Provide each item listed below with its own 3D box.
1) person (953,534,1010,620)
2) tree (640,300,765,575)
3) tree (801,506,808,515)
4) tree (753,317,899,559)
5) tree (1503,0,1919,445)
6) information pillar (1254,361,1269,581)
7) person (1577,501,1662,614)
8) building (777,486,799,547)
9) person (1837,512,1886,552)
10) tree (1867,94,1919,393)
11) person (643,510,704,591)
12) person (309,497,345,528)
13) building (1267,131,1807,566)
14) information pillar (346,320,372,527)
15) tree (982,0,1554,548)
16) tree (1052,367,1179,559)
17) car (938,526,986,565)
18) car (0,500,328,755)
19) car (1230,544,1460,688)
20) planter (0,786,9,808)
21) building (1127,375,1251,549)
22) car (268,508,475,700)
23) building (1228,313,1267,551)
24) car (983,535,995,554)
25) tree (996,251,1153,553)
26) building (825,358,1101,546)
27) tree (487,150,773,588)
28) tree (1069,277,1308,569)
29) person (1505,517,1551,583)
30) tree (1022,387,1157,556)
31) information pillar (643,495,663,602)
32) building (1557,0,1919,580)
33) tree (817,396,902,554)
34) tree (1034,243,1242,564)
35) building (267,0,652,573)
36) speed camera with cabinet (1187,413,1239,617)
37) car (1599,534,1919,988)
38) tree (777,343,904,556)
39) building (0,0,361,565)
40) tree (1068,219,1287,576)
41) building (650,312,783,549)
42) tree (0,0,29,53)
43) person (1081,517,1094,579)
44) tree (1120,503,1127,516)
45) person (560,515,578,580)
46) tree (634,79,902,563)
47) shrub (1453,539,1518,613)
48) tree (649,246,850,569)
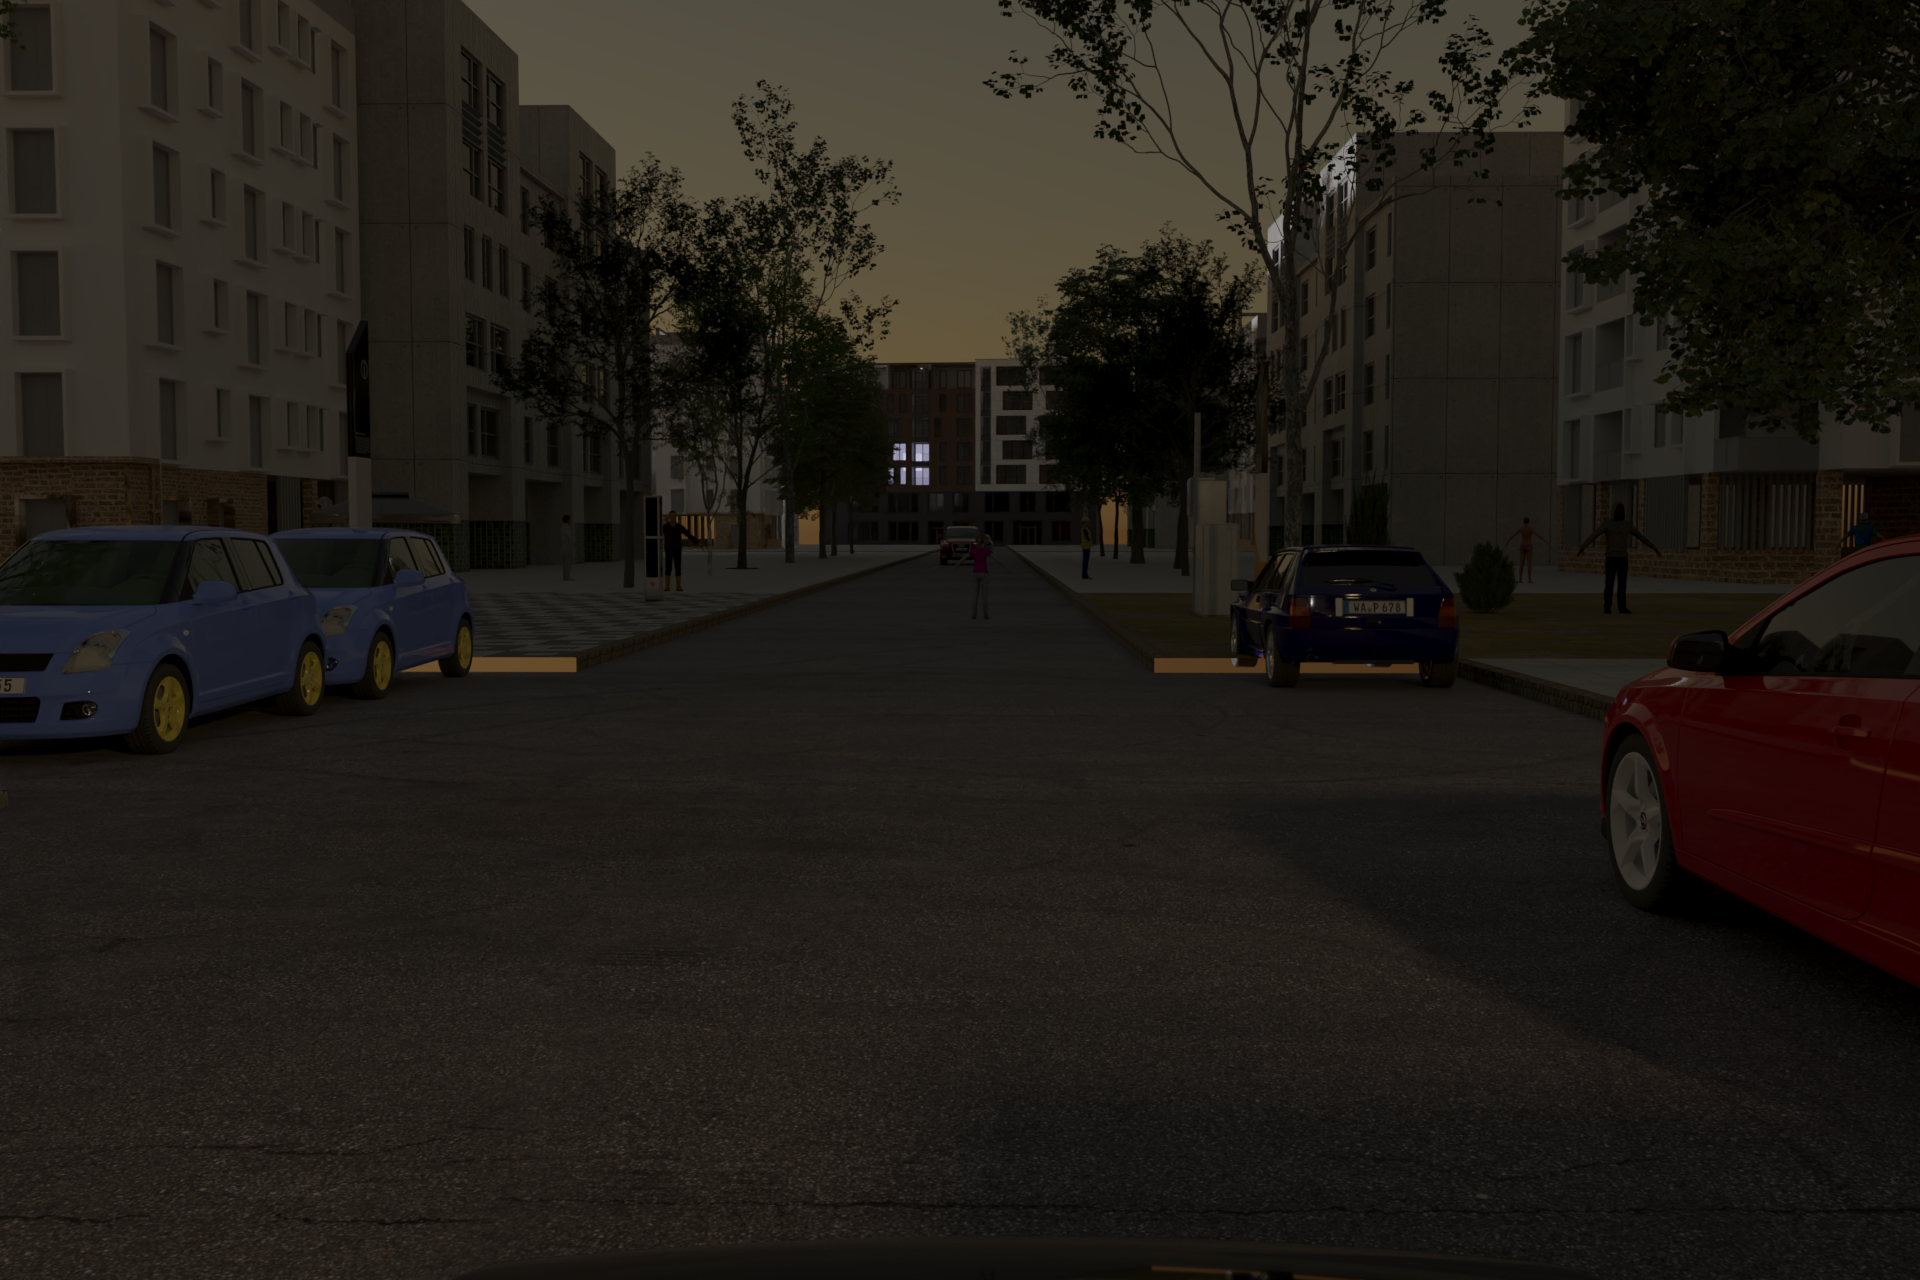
[{"bbox_3d":[0.354,-1.062,29.080,0.991,1.433,0.599,1,4,12],"label":"person"},{"bbox_3d":[-7.719,-6.327,53.802,4.360,8.622,3.978,0,3,0],"label":"tree"},{"bbox_3d":[-21.192,-16.774,208.669,7.601,10.594,8.767,0,4,0],"label":"tree"},{"bbox_3d":[-7.058,-10.523,90.180,7.486,12.596,7.792,0,3,0],"label":"tree"},{"bbox_3d":[9.850,-6.686,15.973,9.857,13.997,8.962,0,3,0],"label":"tree"},{"bbox_3d":[4.135,-1.982,23.759,0.183,3.616,0.504,0,4,-1],"label":"information pillar"},{"bbox_3d":[10.599,-1.333,27.918,1.348,1.813,0.705,0,3,0],"label":"person"},{"bbox_3d":[-21.429,-14.732,183.016,9.099,9.664,28.070,0,4,0],"label":"building"},{"bbox_3d":[22.284,-2.238,42.715,0.704,1.817,1.347,-3,5,-39],"label":"person"},{"bbox_3d":[16.827,-4.793,28.721,4.737,8.622,4.395,0,3,0],"label":"tree"},{"bbox_3d":[-6.426,-1.998,38.803,1.346,1.812,0.704,-1,4,-13],"label":"person"},{"bbox_3d":[-9.814,-1.283,26.753,0.705,1.858,1.354,2,4,30],"label":"person"},{"bbox_3d":[25.913,-13.359,84.870,16.747,18.905,31.486,0,4,1],"label":"building"},{"bbox_3d":[-6.510,-1.679,18.809,0.183,3.616,0.504,0,4,1],"label":"information pillar"},{"bbox_3d":[6.376,-11.098,37.342,12.611,20.169,13.585,0,3,0],"label":"tree"},{"bbox_3d":[8.238,-9.396,88.035,7.601,10.594,8.767,-2,4,-27],"label":"tree"},{"bbox_3d":[0.094,-4.479,81.910,2.281,1.827,5.304,0,4,1],"label":"car"},{"bbox_3d":[-5.955,-0.170,12.375,1.945,1.707,3.694,0,4,1],"label":"car"},{"bbox_3d":[3.778,-0.301,17.501,1.945,1.354,3.894,0,4,1],"label":"car"},{"bbox_3d":[-6.008,0.764,8.643,1.991,0.319,1.994,0,4,1],"label":"planter"},{"bbox_3d":[25.612,-18.277,165.288,16.747,18.905,31.486,0,4,1],"label":"building"},{"bbox_3d":[-5.811,-0.398,16.103,1.945,1.707,3.694,0,4,1],"label":"car"},{"bbox_3d":[27.755,-17.640,144.838,16.016,20.090,11.380,0,4,1],"label":"building"},{"bbox_3d":[1.256,-6.021,110.444,2.014,1.417,4.499,0,4,0],"label":"car"},{"bbox_3d":[8.564,-16.026,117.918,12.611,20.169,13.585,0,3,0],"label":"tree"},{"bbox_3d":[1.001,-22.532,214.832,32.646,21.610,27.936,0,4,6],"label":"building"},{"bbox_3d":[-7.688,-6.546,41.436,8.767,10.594,7.601,3,5,42],"label":"tree"},{"bbox_3d":[8.084,-7.870,63.086,8.767,10.594,7.601,-1,4,-18],"label":"tree"},{"bbox_3d":[14.840,-2.355,45.309,1.217,1.733,0.721,3,4,39],"label":"person"},{"bbox_3d":[8.064,-10.087,99.332,8.767,10.594,7.601,-1,4,-23],"label":"tree"},{"bbox_3d":[-5.843,-1.745,33.026,0.304,2.012,0.304,0,4,3],"label":"information pillar"},{"bbox_3d":[25.302,-12.239,56.531,16.016,20.090,11.380,0,4,1],"label":"building"},{"bbox_3d":[-7.313,-10.860,111.981,7.601,10.594,8.767,-2,4,-32],"label":"tree"},{"bbox_3d":[7.633,-10.284,74.805,9.857,13.997,8.962,0,3,0],"label":"tree"},{"bbox_3d":[-24.439,-12.569,71.968,16.747,18.905,31.486,0,4,2],"label":"building"},{"bbox_3d":[4.044,-2.036,27.629,0.660,3.252,2.038,0,4,1],"label":"speed camera with cabinet"},{"bbox_3d":[3.428,0.230,5.284,2.155,1.783,4.494,0,4,1],"label":"car"},{"bbox_3d":[-7.032,-11.230,101.735,7.486,12.596,7.792,0,3,0],"label":"tree"},{"bbox_3d":[-24.395,-11.373,42.361,16.016,20.090,11.380,0,4,2],"label":"building"},{"bbox_3d":[6.578,-7.218,52.431,7.601,10.594,8.767,-2,4,-31],"label":"tree"},{"bbox_3d":[-21.773,-17.840,148.111,16.016,20.090,11.380,0,4,2],"label":"building"},{"bbox_3d":[-11.999,-5.467,15.136,9.928,11.665,9.643,0,3,0],"label":"tree"},{"bbox_3d":[3.646,-2.604,49.047,0.721,1.772,1.216,0,4,-3],"label":"person"},{"bbox_3d":[23.037,-16.909,210.869,7.601,10.594,8.767,0,4,3],"label":"tree"},{"bbox_3d":[-10.864,-2.558,48.012,0.705,1.806,1.347,-2,4,-25],"label":"person"},{"bbox_3d":[-8.560,-13.419,75.287,12.611,20.169,13.585,0,3,0],"label":"tree"},{"bbox_3d":[8.530,-1.038,28.095,1.383,1.207,1.383,0,3,0],"label":"shrub"},{"bbox_3d":[-7.889,-8.388,62.905,9.928,11.665,9.643,0,3,0],"label":"tree"}]
